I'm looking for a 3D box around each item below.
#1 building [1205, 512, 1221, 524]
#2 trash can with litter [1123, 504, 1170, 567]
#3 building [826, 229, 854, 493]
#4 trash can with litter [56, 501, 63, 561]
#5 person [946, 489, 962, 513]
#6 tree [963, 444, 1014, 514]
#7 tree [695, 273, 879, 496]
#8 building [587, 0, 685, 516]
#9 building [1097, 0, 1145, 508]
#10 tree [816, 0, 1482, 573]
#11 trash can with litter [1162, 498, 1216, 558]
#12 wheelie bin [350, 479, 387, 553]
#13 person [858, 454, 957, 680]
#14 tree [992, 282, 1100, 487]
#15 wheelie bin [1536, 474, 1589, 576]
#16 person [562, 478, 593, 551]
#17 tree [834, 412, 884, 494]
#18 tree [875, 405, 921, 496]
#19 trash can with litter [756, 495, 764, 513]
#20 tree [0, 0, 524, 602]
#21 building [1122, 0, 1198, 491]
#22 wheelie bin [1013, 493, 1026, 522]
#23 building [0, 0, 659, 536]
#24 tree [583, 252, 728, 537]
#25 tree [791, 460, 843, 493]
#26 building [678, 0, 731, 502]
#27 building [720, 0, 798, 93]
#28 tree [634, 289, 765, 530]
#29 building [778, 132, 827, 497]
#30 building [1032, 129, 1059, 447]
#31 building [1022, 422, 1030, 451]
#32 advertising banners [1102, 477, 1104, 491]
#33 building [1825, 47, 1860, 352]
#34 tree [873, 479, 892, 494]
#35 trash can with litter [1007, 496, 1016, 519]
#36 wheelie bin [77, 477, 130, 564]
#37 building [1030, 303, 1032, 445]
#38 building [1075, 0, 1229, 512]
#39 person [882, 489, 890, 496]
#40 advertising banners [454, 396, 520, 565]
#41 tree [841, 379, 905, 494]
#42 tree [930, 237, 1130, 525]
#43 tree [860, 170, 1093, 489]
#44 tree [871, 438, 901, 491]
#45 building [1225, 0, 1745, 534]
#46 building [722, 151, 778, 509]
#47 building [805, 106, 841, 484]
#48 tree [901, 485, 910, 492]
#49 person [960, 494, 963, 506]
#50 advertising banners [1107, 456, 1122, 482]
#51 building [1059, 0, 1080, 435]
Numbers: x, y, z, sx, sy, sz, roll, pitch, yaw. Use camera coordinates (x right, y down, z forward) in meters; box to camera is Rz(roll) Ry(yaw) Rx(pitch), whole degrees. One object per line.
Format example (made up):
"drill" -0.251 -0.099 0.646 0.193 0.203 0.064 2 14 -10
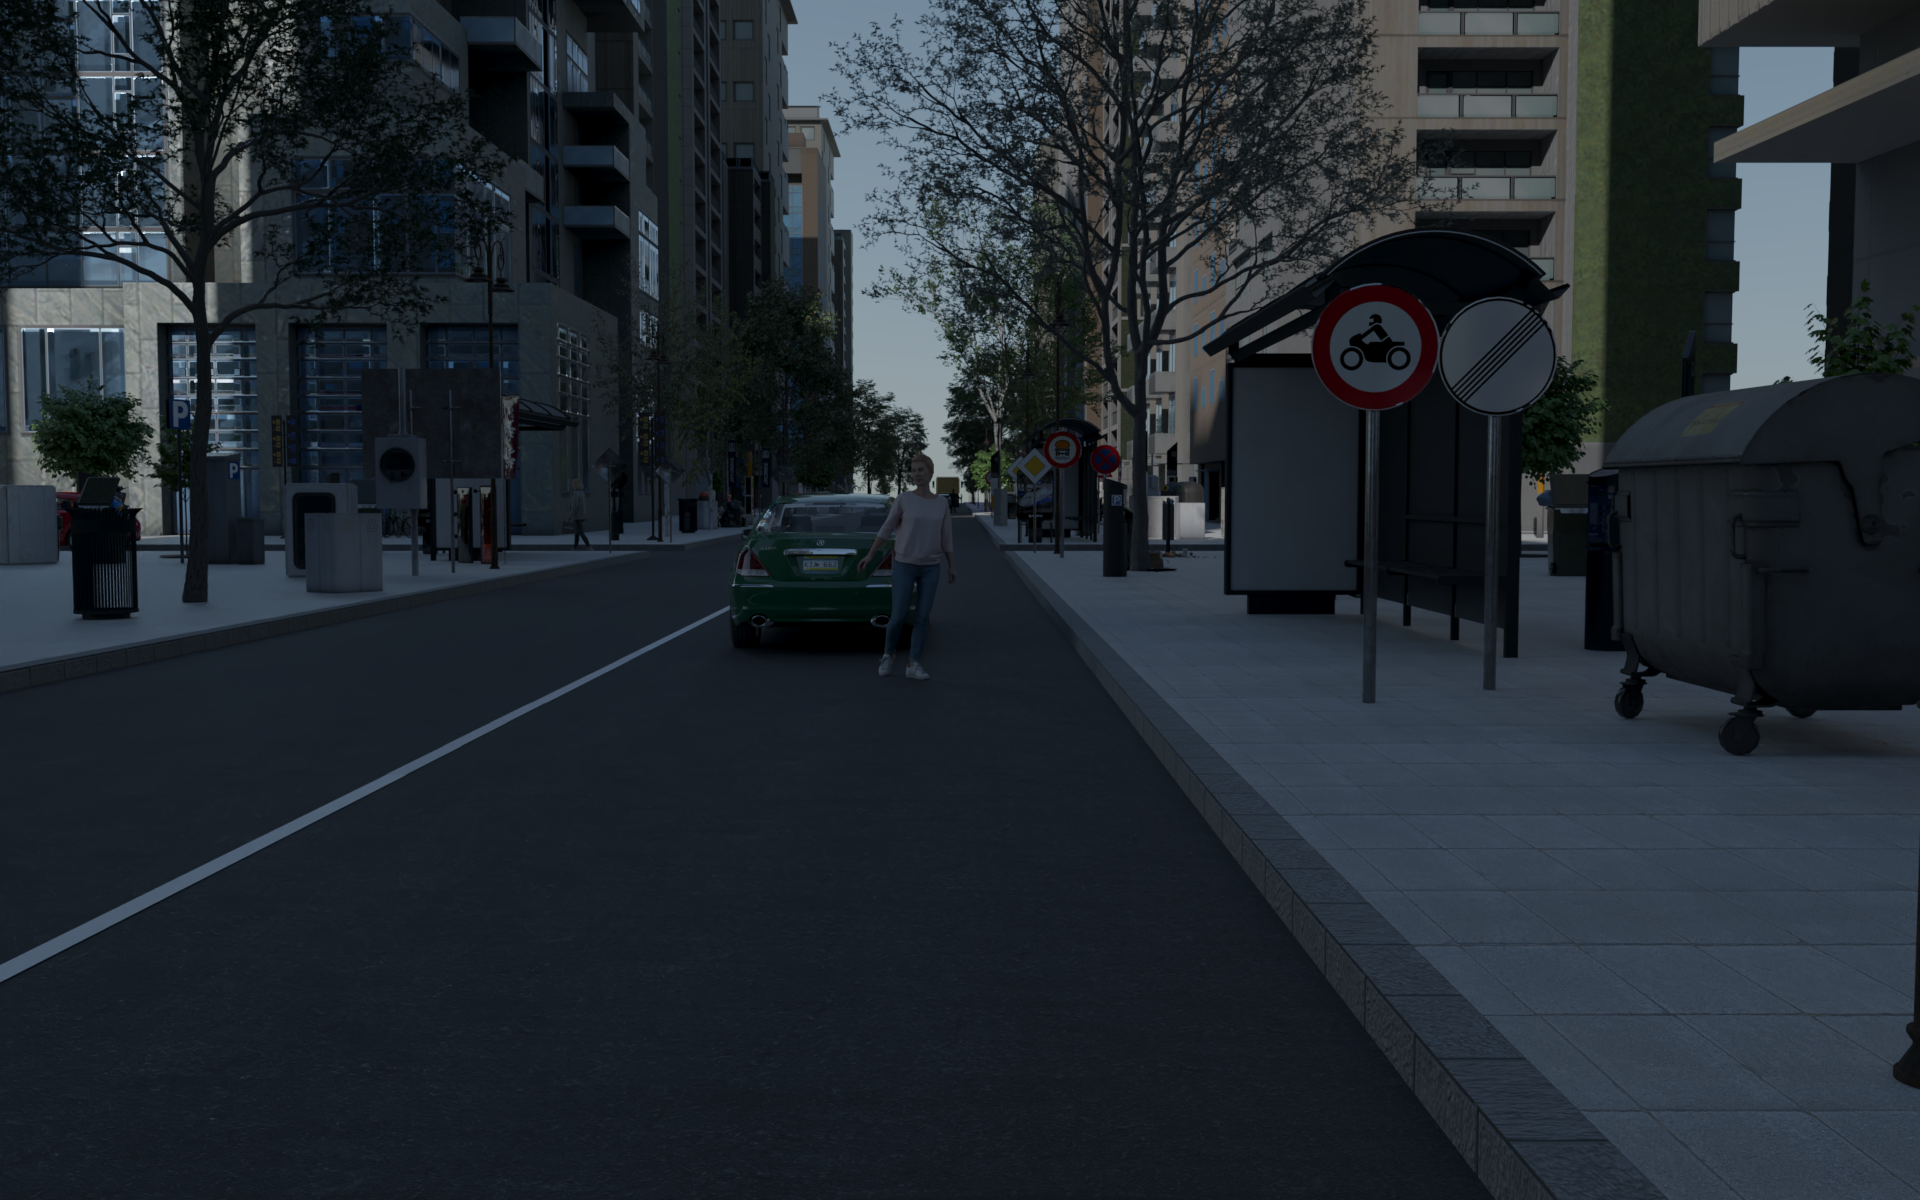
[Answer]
"building" 17.904 -25.962 74.586 14.600 45.320 14.200 0 3 0
"trash can with litter" 3.127 -1.157 30.307 1.055 1.170 0.624 0 4 0
"building" -23.442 -35.271 260.273 14.154 41.232 14.086 0 3 0
"trash can with litter" -17.515 -1.301 32.665 1.055 1.170 0.624 0 4 1
"person" -0.502 -7.518 131.449 1.348 1.821 0.705 0 4 -1
"tree" 2.221 -7.856 112.165 4.285 4.588 4.351 0 3 0
"tree" -8.992 -10.570 89.825 9.611 12.733 9.660 0 3 0
"building" -23.802 -25.339 97.881 14.154 41.232 14.086 0 3 0
"building" 19.949 -42.553 133.987 20.563 71.187 20.611 0 3 0
"tree" 2.887 -7.221 28.427 12.009 13.543 11.850 0 3 0
"trash can with litter" 4.386 -1.510 35.752 1.678 1.210 2.233 0 4 4
"wheelie bin" -12.778 -1.793 37.218 0.980 1.594 0.693 -1 4 -14
"person" -0.455 -0.264 13.493 0.731 1.740 0.598 -2 4 -27
"tree" 2.878 -6.764 60.960 4.737 8.622 4.395 0 3 0
"wheelie bin" 9.551 -1.181 27.218 0.980 1.594 0.693 1 4 8
"person" -8.933 -1.945 40.489 0.728 1.800 0.709 1 4 11
"tree" -9.341 -11.812 143.485 4.737 8.622 4.395 0 3 0
"tree" -8.548 -20.760 246.084 9.857 13.997 8.962 0 3 0
"trash can with litter" -13.833 -6.642 119.656 1.678 1.210 2.233 0 4 2
"tree" -8.773 -5.259 20.396 7.601 10.594 8.767 -2 4 -27
"building" 22.091 -29.672 104.752 23.786 49.044 30.456 0 3 0
"wheelie bin" 2.920 -4.342 78.902 0.980 1.594 0.693 0 4 8
"building" -23.666 -46.076 66.013 22.319 86.520 31.000 0 3 0
"tree" -9.061 -6.214 51.968 4.360 8.622 3.978 0 3 0
"tree" -8.467 -7.237 102.045 4.285 4.588 4.351 0 3 0
"building" -26.517 -42.280 129.534 20.563 71.187 20.611 0 3 0
"building" -31.046 -35.431 168.533 28.713 52.752 27.495 0 3 0
"tree" -9.134 -6.803 61.587 4.737 8.622 4.395 0 3 0
"building" -24.223 -34.769 218.587 14.600 45.320 14.200 0 3 0
"building" 20.475 -36.762 224.759 21.300 48.544 21.600 0 3 0
"building" 23.658 -25.751 266.075 27.650 21.520 28.899 0 3 0
"advertising banners" 8.786 -7.104 112.339 2.074 3.025 0.090 -1 4 -22
"building" 43.055 -26.670 59.759 21.600 48.544 21.300 0 3 0
"tree" -8.516 -11.677 185.527 1.663 3.219 1.824 0 3 0
"trash can with litter" 2.688 -4.719 88.538 0.624 1.170 1.055 -1 4 -11
"wheelie bin" -15.823 -1.473 31.988 0.980 1.594 0.693 0 4 7
"building" 16.740 -28.886 243.991 14.160 30.474 14.107 0 3 0
"building" 17.588 -30.744 152.768 14.600 45.320 14.200 0 3 0
"person" -5.728 -7.573 132.458 1.348 1.807 0.705 -1 4 -19
"advertising banners" -8.633 -2.166 31.610 2.074 3.025 0.090 3 5 41
"tree" -9.174 -15.460 170.896 7.486 12.596 7.792 0 3 0
"tree" 2.940 -8.904 71.338 9.928 11.665 9.643 0 3 0
"tree" 0.958 -15.031 101.650 12.611 20.169 13.585 0 3 0
"tree" -9.152 -15.874 209.895 4.360 8.622 3.978 0 3 0
"building" 17.213 -23.003 59.699 14.086 41.232 14.154 0 3 0
"building" -23.427 -23.044 148.466 14.160 30.474 14.107 0 3 0
"building" -31.474 -39.750 239.154 28.713 52.752 27.495 0 3 0
"tree" -8.753 -17.339 278.094 1.663 3.219 1.824 0 3 0
"person" 0.104 -12.364 213.875 0.599 1.433 0.991 -1 4 -18
"advertising banners" 7.224 -5.172 80.749 0.090 3.025 2.074 -1 4 -11
"building" 20.391 -38.639 173.752 21.231 58.520 28.212 0 3 0
